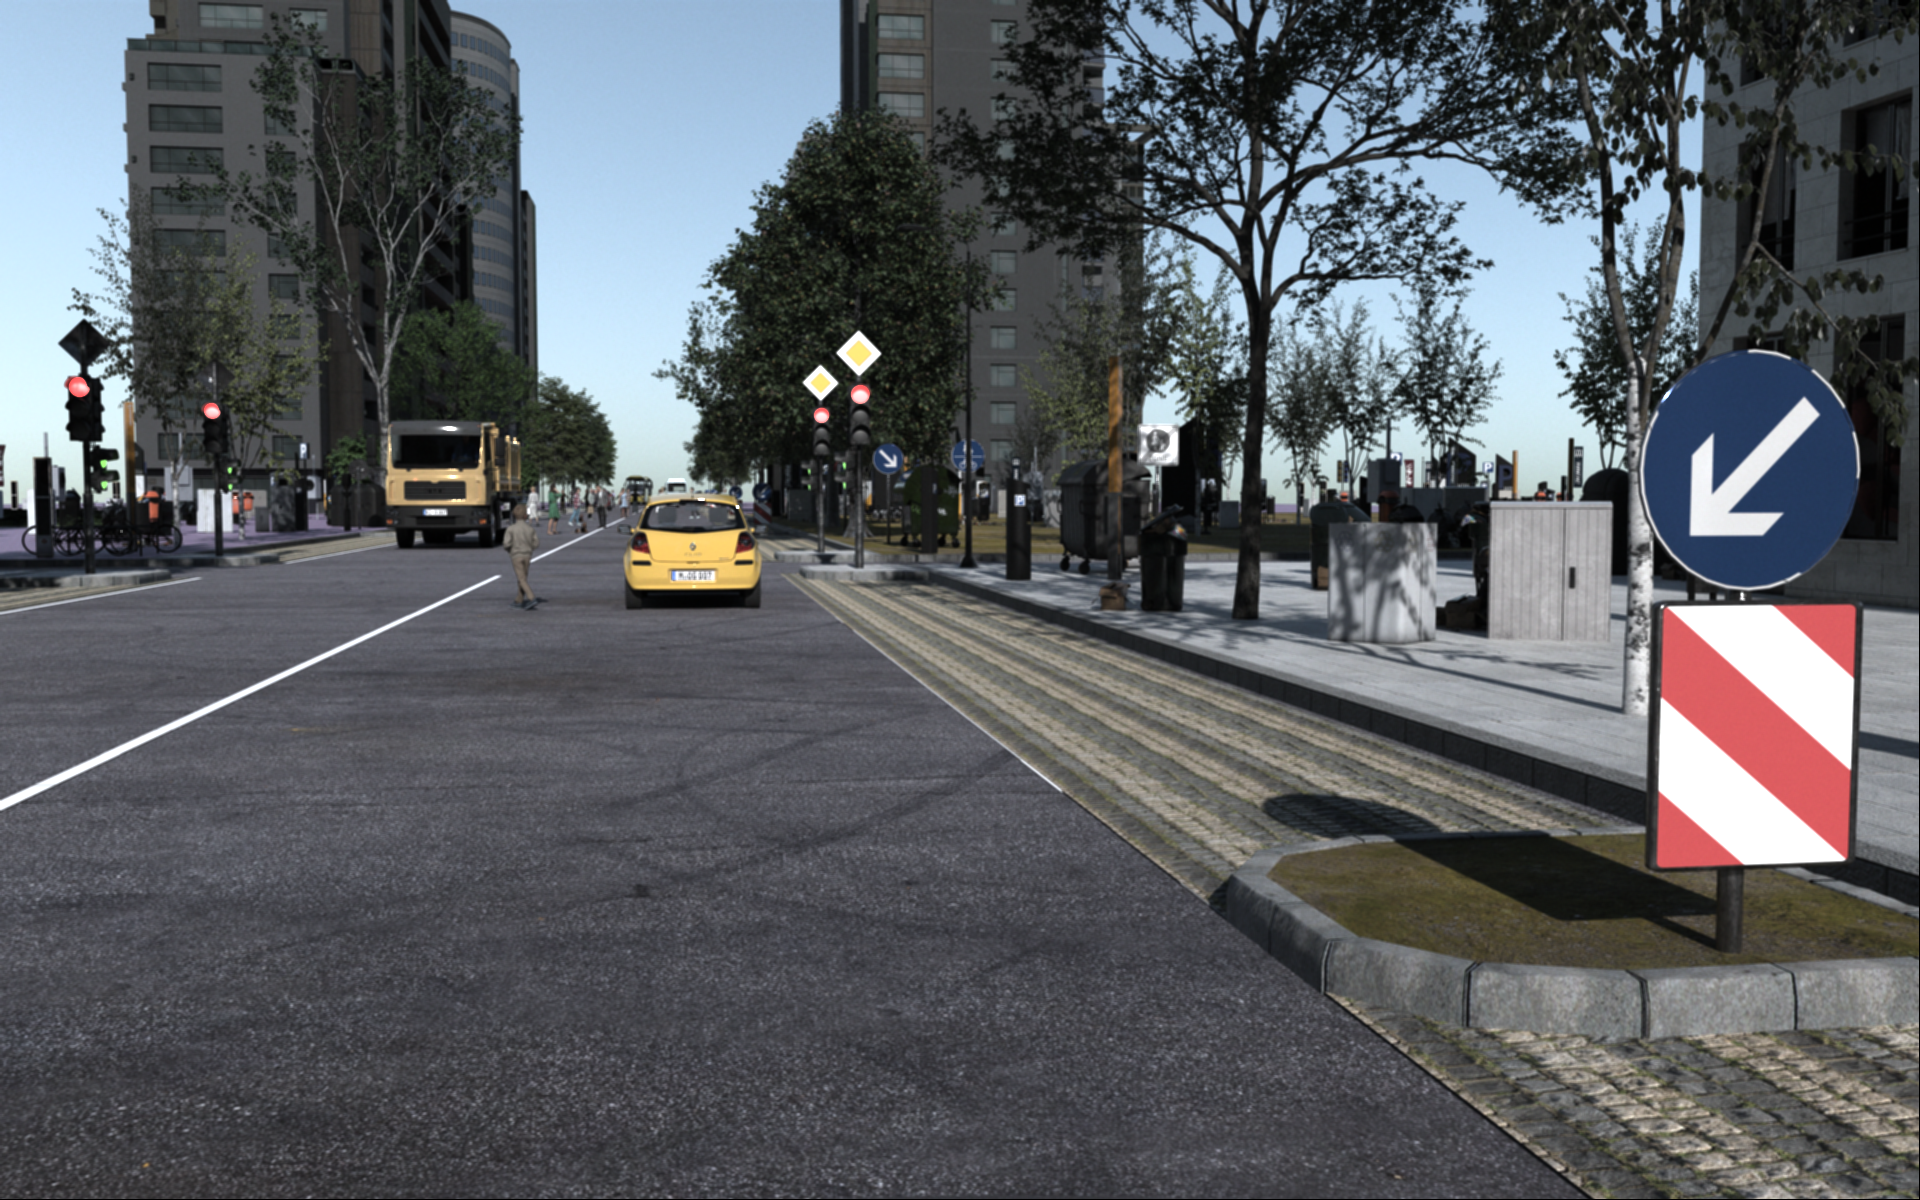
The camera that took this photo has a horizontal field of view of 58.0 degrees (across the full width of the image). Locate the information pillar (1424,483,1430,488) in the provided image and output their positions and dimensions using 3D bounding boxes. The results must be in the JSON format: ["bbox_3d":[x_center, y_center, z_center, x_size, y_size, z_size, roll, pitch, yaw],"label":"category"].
[{"bbox_3d":[31.406,-6.858,116.617,0.304,2.012,0.304,0,4,-5],"label":"information pillar"}]

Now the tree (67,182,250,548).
[{"bbox_3d":[-18.734,-5.546,41.043,4.360,8.622,3.978,0,3,0],"label":"tree"}]

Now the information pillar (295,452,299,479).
[{"bbox_3d":[-36.891,-6.428,96.459,0.183,3.616,0.504,0,4,-8],"label":"information pillar"}]

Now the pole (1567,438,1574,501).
[{"bbox_3d":[22.284,-4.244,63.227,0.158,3.312,0.155,0,3,0],"label":"pole"}]

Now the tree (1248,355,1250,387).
[{"bbox_3d":[13.507,-7.284,69.463,4.360,8.622,3.978,0,3,0],"label":"tree"}]

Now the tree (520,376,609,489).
[{"bbox_3d":[-38.965,-15.250,167.460,7.486,12.596,7.792,0,3,0],"label":"tree"}]

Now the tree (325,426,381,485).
[{"bbox_3d":[-28.914,-6.119,83.765,4.285,4.588,4.351,0,3,0],"label":"tree"}]

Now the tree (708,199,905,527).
[{"bbox_3d":[-4.999,-9.825,67.294,9.857,13.997,8.962,0,3,0],"label":"tree"}]

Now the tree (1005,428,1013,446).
[{"bbox_3d":[5.062,-9.857,111.520,4.360,8.622,3.978,0,3,0],"label":"tree"}]

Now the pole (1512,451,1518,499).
[{"bbox_3d":[26.089,-5.359,81.471,0.158,3.312,0.155,0,3,0],"label":"pole"}]

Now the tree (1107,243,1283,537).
[{"bbox_3d":[7.366,-6.195,51.657,4.737,8.622,4.395,0,3,0],"label":"tree"}]

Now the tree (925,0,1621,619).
[{"bbox_3d":[3.277,-5.085,17.559,7.601,10.594,8.767,-1,4,-13],"label":"tree"}]

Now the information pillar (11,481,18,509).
[{"bbox_3d":[-53.464,-5.716,97.943,0.304,2.012,0.304,-1,4,-20],"label":"information pillar"}]

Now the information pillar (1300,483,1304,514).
[{"bbox_3d":[22.107,-6.576,112.008,0.304,2.012,0.304,0,4,8],"label":"information pillar"}]

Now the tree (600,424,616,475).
[{"bbox_3d":[-50.510,-18.975,235.993,9.928,11.665,9.643,0,3,0],"label":"tree"}]

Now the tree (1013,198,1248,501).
[{"bbox_3d":[3.990,-5.583,41.653,4.360,8.622,3.978,0,3,0],"label":"tree"}]

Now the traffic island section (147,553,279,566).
[{"bbox_3d":[-15.336,-0.828,35.818,2.009,0.180,2.903,-1,4,-9],"label":"traffic island section"}]

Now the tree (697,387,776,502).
[{"bbox_3d":[-13.811,-11.239,118.168,8.767,10.594,7.601,0,4,-4],"label":"tree"}]

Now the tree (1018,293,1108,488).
[{"bbox_3d":[4.482,-6.862,62.561,4.737,8.622,4.395,0,3,0],"label":"tree"}]

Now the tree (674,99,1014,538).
[{"bbox_3d":[-3.073,-8.177,50.697,9.611,12.733,9.660,0,3,0],"label":"tree"}]

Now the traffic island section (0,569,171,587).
[{"bbox_3d":[-14.046,-0.346,27.938,2.009,0.180,2.903,-1,4,-9],"label":"traffic island section"}]

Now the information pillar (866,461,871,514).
[{"bbox_3d":[-5.805,-7.246,109.823,0.183,3.616,0.504,-3,5,-40],"label":"information pillar"}]

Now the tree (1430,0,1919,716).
[{"bbox_3d":[3.897,-3.623,9.592,4.360,8.622,3.978,0,3,0],"label":"tree"}]

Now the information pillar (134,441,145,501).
[{"bbox_3d":[-36.407,-5.227,76.816,0.504,3.616,0.183,1,4,13],"label":"information pillar"}]

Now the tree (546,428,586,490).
[{"bbox_3d":[-40.404,-13.844,176.716,4.360,8.622,3.978,0,3,0],"label":"tree"}]

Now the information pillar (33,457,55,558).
[{"bbox_3d":[-18.409,-1.854,34.805,0.304,2.012,0.304,-1,4,-22],"label":"information pillar"}]

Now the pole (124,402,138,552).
[{"bbox_3d":[-18.429,-2.730,38.481,0.158,3.312,0.155,0,3,0],"label":"pole"}]

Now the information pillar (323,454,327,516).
[{"bbox_3d":[-36.725,-6.657,100.193,0.183,3.616,0.504,-1,4,-14],"label":"information pillar"}]

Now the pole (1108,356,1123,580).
[{"bbox_3d":[2.309,-1.951,25.738,0.158,3.312,0.155,0,3,0],"label":"pole"}]

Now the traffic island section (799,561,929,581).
[{"bbox_3d":[-1.717,-0.469,29.944,2.009,0.180,2.903,-1,4,-9],"label":"traffic island section"}]

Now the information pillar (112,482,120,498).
[{"bbox_3d":[-50.697,-6.092,104.101,0.304,2.012,0.304,1,4,13],"label":"information pillar"}]

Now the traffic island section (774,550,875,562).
[{"bbox_3d":[-3.008,-0.951,37.824,2.009,0.180,2.903,-1,4,-9],"label":"traffic island section"}]

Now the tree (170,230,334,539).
[{"bbox_3d":[-20.103,-6.007,48.570,4.737,8.622,4.395,0,3,0],"label":"tree"}]

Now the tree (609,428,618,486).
[{"bbox_3d":[-54.189,-20.770,257.709,7.486,12.596,7.792,0,3,0],"label":"tree"}]

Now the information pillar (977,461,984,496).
[{"bbox_3d":[1.313,-7.195,108.985,0.504,3.616,0.183,0,4,7],"label":"information pillar"}]

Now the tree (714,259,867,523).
[{"bbox_3d":[-6.957,-9.749,77.525,7.486,12.596,7.792,0,3,0],"label":"tree"}]

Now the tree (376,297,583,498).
[{"bbox_3d":[-26.801,-10.090,90.722,9.928,11.665,9.643,0,3,0],"label":"tree"}]

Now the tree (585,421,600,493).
[{"bbox_3d":[-31.923,-11.891,120.167,9.928,11.665,9.643,0,3,0],"label":"tree"}]

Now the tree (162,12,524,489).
[{"bbox_3d":[-24.712,-13.102,70.112,12.611,20.169,13.585,0,3,0],"label":"tree"}]

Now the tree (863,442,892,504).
[{"bbox_3d":[-5.127,-8.886,95.644,4.360,8.622,3.978,0,3,0],"label":"tree"}]

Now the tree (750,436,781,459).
[{"bbox_3d":[-11.572,-9.722,109.313,4.737,8.622,4.395,0,3,0],"label":"tree"}]

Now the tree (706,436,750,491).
[{"bbox_3d":[-20.117,-12.505,154.813,4.360,8.622,3.978,0,3,0],"label":"tree"}]

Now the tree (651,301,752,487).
[{"bbox_3d":[-23.856,-19.315,171.681,12.611,20.169,13.585,0,3,0],"label":"tree"}]

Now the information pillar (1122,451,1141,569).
[{"bbox_3d":[2.911,-1.551,29.851,0.304,2.012,0.304,-3,4,-36],"label":"information pillar"}]

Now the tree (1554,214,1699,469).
[{"bbox_3d":[18.280,-5.816,45.453,4.737,8.622,4.395,0,3,0],"label":"tree"}]

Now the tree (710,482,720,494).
[{"bbox_3d":[-34.248,-15.296,244.687,1.663,3.219,1.824,0,3,0],"label":"tree"}]

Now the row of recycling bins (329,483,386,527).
[{"bbox_3d":[-23.622,-3.717,67.889,1.069,1.692,3.534,-3,5,-45],"label":"row of recycling bins"}]

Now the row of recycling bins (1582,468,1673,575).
[{"bbox_3d":[11.763,-1.255,27.634,3.534,1.692,1.069,0,3,0],"label":"row of recycling bins"}]

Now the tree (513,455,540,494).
[{"bbox_3d":[-35.899,-9.662,141.688,4.285,4.588,4.351,0,3,0],"label":"tree"}]

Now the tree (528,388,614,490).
[{"bbox_3d":[-46.232,-18.336,206.444,9.857,13.997,8.962,0,3,0],"label":"tree"}]

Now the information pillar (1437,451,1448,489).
[{"bbox_3d":[25.768,-6.162,92.104,0.504,3.616,0.183,1,4,23],"label":"information pillar"}]

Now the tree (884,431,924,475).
[{"bbox_3d":[-3.546,-9.864,111.642,4.737,8.622,4.395,0,3,0],"label":"tree"}]

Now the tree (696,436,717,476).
[{"bbox_3d":[-35.847,-20.247,256.789,9.928,11.665,9.643,0,3,0],"label":"tree"}]

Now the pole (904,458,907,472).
[{"bbox_3d":[-2.828,-5.879,89.972,0.158,3.312,0.155,0,3,0],"label":"pole"}]

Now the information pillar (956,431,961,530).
[{"bbox_3d":[-0.058,-4.321,62.007,0.183,3.616,0.504,-1,4,-13],"label":"information pillar"}]

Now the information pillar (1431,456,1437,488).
[{"bbox_3d":[28.295,-6.847,103.307,0.504,3.616,0.183,3,5,42],"label":"information pillar"}]
